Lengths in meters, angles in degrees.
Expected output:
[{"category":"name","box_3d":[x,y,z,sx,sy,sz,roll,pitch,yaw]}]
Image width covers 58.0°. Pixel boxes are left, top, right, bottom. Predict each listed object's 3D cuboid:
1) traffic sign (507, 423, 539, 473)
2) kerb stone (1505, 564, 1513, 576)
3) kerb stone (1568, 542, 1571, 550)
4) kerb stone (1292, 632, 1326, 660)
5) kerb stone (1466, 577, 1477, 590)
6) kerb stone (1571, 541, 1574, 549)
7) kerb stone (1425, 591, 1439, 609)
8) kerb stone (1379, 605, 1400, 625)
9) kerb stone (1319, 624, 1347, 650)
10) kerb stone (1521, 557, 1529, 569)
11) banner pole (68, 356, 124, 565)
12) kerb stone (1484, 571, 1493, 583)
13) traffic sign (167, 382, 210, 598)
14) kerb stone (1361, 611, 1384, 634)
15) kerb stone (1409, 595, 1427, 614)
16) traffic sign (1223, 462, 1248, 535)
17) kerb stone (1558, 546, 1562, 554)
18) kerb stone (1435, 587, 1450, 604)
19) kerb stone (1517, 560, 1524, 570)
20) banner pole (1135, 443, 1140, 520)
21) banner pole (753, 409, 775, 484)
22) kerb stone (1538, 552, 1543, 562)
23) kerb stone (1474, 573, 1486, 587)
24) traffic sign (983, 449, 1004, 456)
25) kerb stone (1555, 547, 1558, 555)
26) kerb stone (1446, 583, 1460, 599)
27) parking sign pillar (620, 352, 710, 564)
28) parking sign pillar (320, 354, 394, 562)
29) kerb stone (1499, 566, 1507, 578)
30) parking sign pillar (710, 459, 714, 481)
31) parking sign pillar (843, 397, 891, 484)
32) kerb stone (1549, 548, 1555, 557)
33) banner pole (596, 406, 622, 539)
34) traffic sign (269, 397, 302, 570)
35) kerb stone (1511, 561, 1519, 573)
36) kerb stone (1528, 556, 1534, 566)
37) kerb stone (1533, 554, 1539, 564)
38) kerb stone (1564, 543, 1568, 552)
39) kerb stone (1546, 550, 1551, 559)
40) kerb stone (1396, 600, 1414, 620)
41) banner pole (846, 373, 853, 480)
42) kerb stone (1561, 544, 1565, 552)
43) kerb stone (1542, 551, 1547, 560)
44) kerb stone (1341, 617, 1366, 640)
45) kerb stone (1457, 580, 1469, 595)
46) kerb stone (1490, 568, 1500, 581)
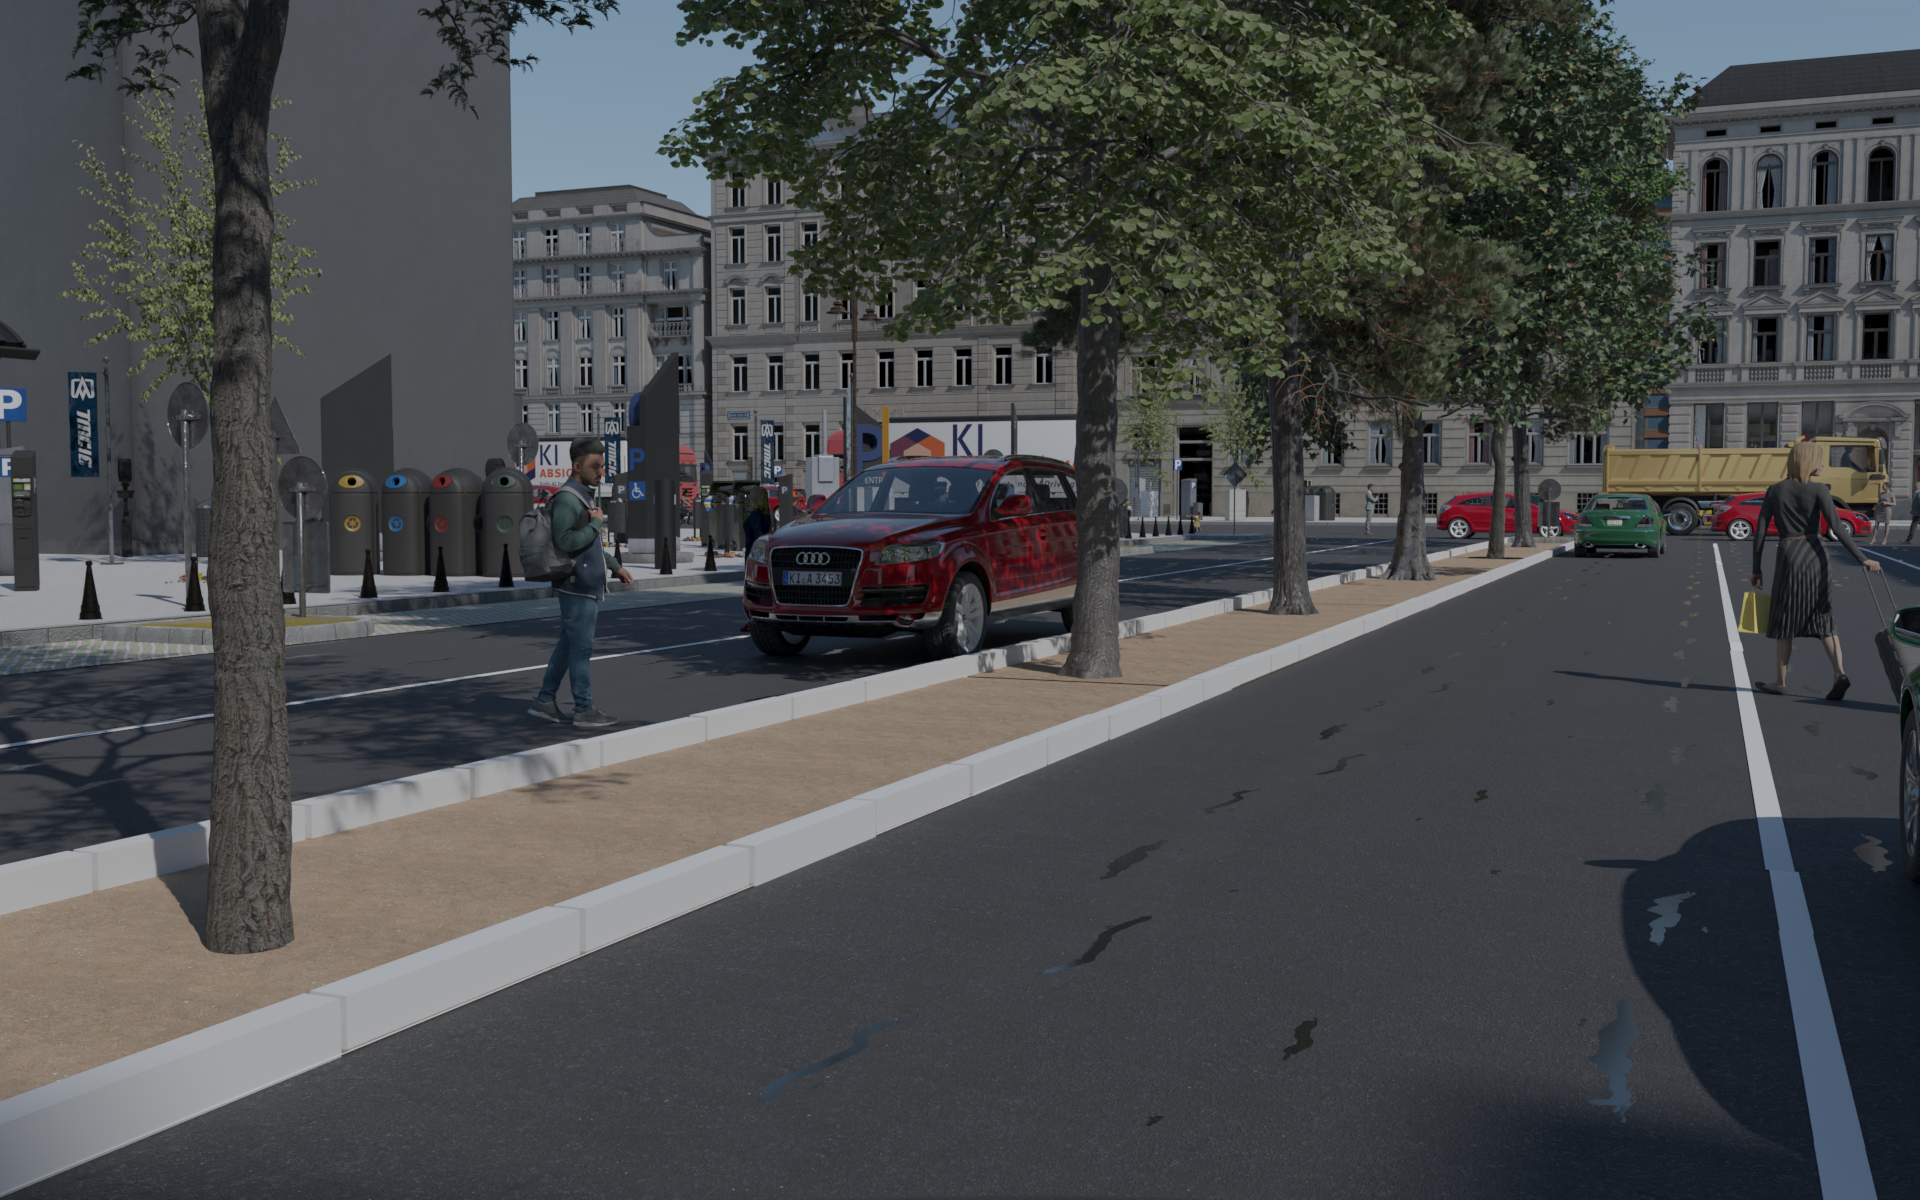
[{"category":"traffic sign","box_3d":[-7.820,-1.885,30.919,0.768,2.556,0.104,2,4,31]},{"category":"kerb stone","box_3d":[9.561,-0.502,30.451,0.120,0.150,1.000,2,4,23]},{"category":"kerb stone","box_3d":[15.260,-1.316,43.711,0.120,0.150,1.000,2,4,23]},{"category":"kerb stone","box_3d":[3.054,0.423,15.322,0.120,0.150,1.000,2,4,23]},{"category":"kerb stone","box_3d":[7.519,-0.209,25.717,0.120,0.150,1.000,2,4,23]},{"category":"kerb stone","box_3d":[15.665,-1.374,44.661,0.120,0.150,1.000,2,4,23]},{"category":"kerb stone","box_3d":[5.904,0.022,21.933,0.120,0.150,1.000,2,4,23]},{"category":"kerb stone","box_3d":[4.680,0.194,19.104,0.120,0.150,1.000,2,4,23]},{"category":"kerb stone","box_3d":[3.458,0.363,16.264,0.120,0.150,1.000,2,4,23]},{"category":"kerb stone","box_3d":[10.791,-0.679,33.303,0.120,0.150,1.000,2,4,23]},{"category":"banner pole","box_3d":[-15.674,-2.530,31.378,0.863,3.779,0.401,-1,4,-21]},{"category":"kerb stone","box_3d":[8.338,-0.329,27.614,0.120,0.150,1.000,2,4,23]},{"category":"traffic sign","box_3d":[-8.772,-1.195,19.650,0.768,2.556,0.104,2,4,32]},{"category":"kerb stone","box_3d":[4.273,0.247,18.154,0.120,0.150,1.000,2,4,23]},{"category":"kerb stone","box_3d":[5.495,0.074,20.992,0.120,0.150,1.000,2,4,23]},{"category":"traffic sign","box_3d":[8.629,-3.106,54.422,0.795,2.450,0.064,2,4,23]},{"category":"kerb stone","box_3d":[14.038,-1.142,40.861,0.120,0.150,1.000,2,4,23]},{"category":"kerb stone","box_3d":[6.305,-0.039,22.877,0.120,0.150,1.000,2,4,23]},{"category":"kerb stone","box_3d":[10.375,-0.614,32.353,0.120,0.150,1.000,2,4,23]},{"category":"banner pole","box_3d":[8.702,-5.808,84.978,0.401,3.779,0.863,-1,4,-11]},{"category":"banner pole","box_3d":[-5.853,-3.756,51.421,0.863,3.779,0.401,-3,4,-36]},{"category":"kerb stone","box_3d":[12.006,-0.852,36.133,0.120,0.150,1.000,2,4,23]},{"category":"kerb stone","box_3d":[7.934,-0.274,26.670,0.120,0.150,1.000,2,4,23]},{"category":"traffic sign","box_3d":[0.919,-2.992,49.031,0.768,2.556,0.104,2,4,28]},{"category":"kerb stone","box_3d":[13.632,-1.082,39.920,0.120,0.150,1.000,2,4,23]},{"category":"kerb stone","box_3d":[6.712,-0.099,23.819,0.120,0.150,1.000,2,4,23]},{"category":"parking sign pillar","box_3d":[-5.741,-2.691,32.465,1.447,3.967,1.447,1,4,18]},{"category":"parking sign pillar","box_3d":[-11.565,-2.740,33.275,1.447,3.967,1.447,-1,4,-16]},{"category":"kerb stone","box_3d":[9.156,-0.447,29.508,0.120,0.150,1.000,2,4,23]},{"category":"parking sign pillar","box_3d":[-15.566,-7.220,106.521,1.447,3.967,1.447,-2,4,-28]},{"category":"parking sign pillar","box_3d":[-2.578,-3.659,48.294,1.447,3.967,1.447,-2,4,-28]},{"category":"kerb stone","box_3d":[13.223,-1.026,38.970,0.120,0.150,1.000,2,4,23]},{"category":"banner pole","box_3d":[-10.105,-3.644,49.600,0.863,3.779,0.401,0,4,-1]},{"category":"traffic sign","box_3d":[-9.151,-1.416,23.160,0.884,2.594,0.081,2,4,24]},{"category":"kerb stone","box_3d":[9.967,-0.560,31.393,0.120,0.150,1.000,2,4,23]},{"category":"kerb stone","box_3d":[11.195,-0.737,34.246,0.120,0.150,1.000,2,4,23]},{"category":"kerb stone","box_3d":[11.597,-0.795,35.189,0.120,0.150,1.000,2,4,23]},{"category":"kerb stone","box_3d":[14.855,-1.258,42.759,0.120,0.150,1.000,2,4,23]},{"category":"kerb stone","box_3d":[12.815,-0.968,38.025,0.120,0.150,1.000,2,4,23]},{"category":"kerb stone","box_3d":[5.090,0.136,20.050,0.120,0.150,1.000,2,4,23]},{"category":"banner pole","box_3d":[-2.283,-2.818,36.097,0.401,3.779,0.863,-1,4,-14]},{"category":"kerb stone","box_3d":[14.445,-1.200,41.815,0.120,0.150,1.000,2,4,23]},{"category":"kerb stone","box_3d":[12.410,-0.910,37.076,0.120,0.150,1.000,2,4,23]},{"category":"kerb stone","box_3d":[3.860,0.305,17.212,0.120,0.150,1.000,2,4,23]},{"category":"kerb stone","box_3d":[7.120,-0.157,24.765,0.120,0.150,1.000,2,4,23]},{"category":"kerb stone","box_3d":[8.751,-0.387,28.563,0.120,0.150,1.000,2,4,23]}]
